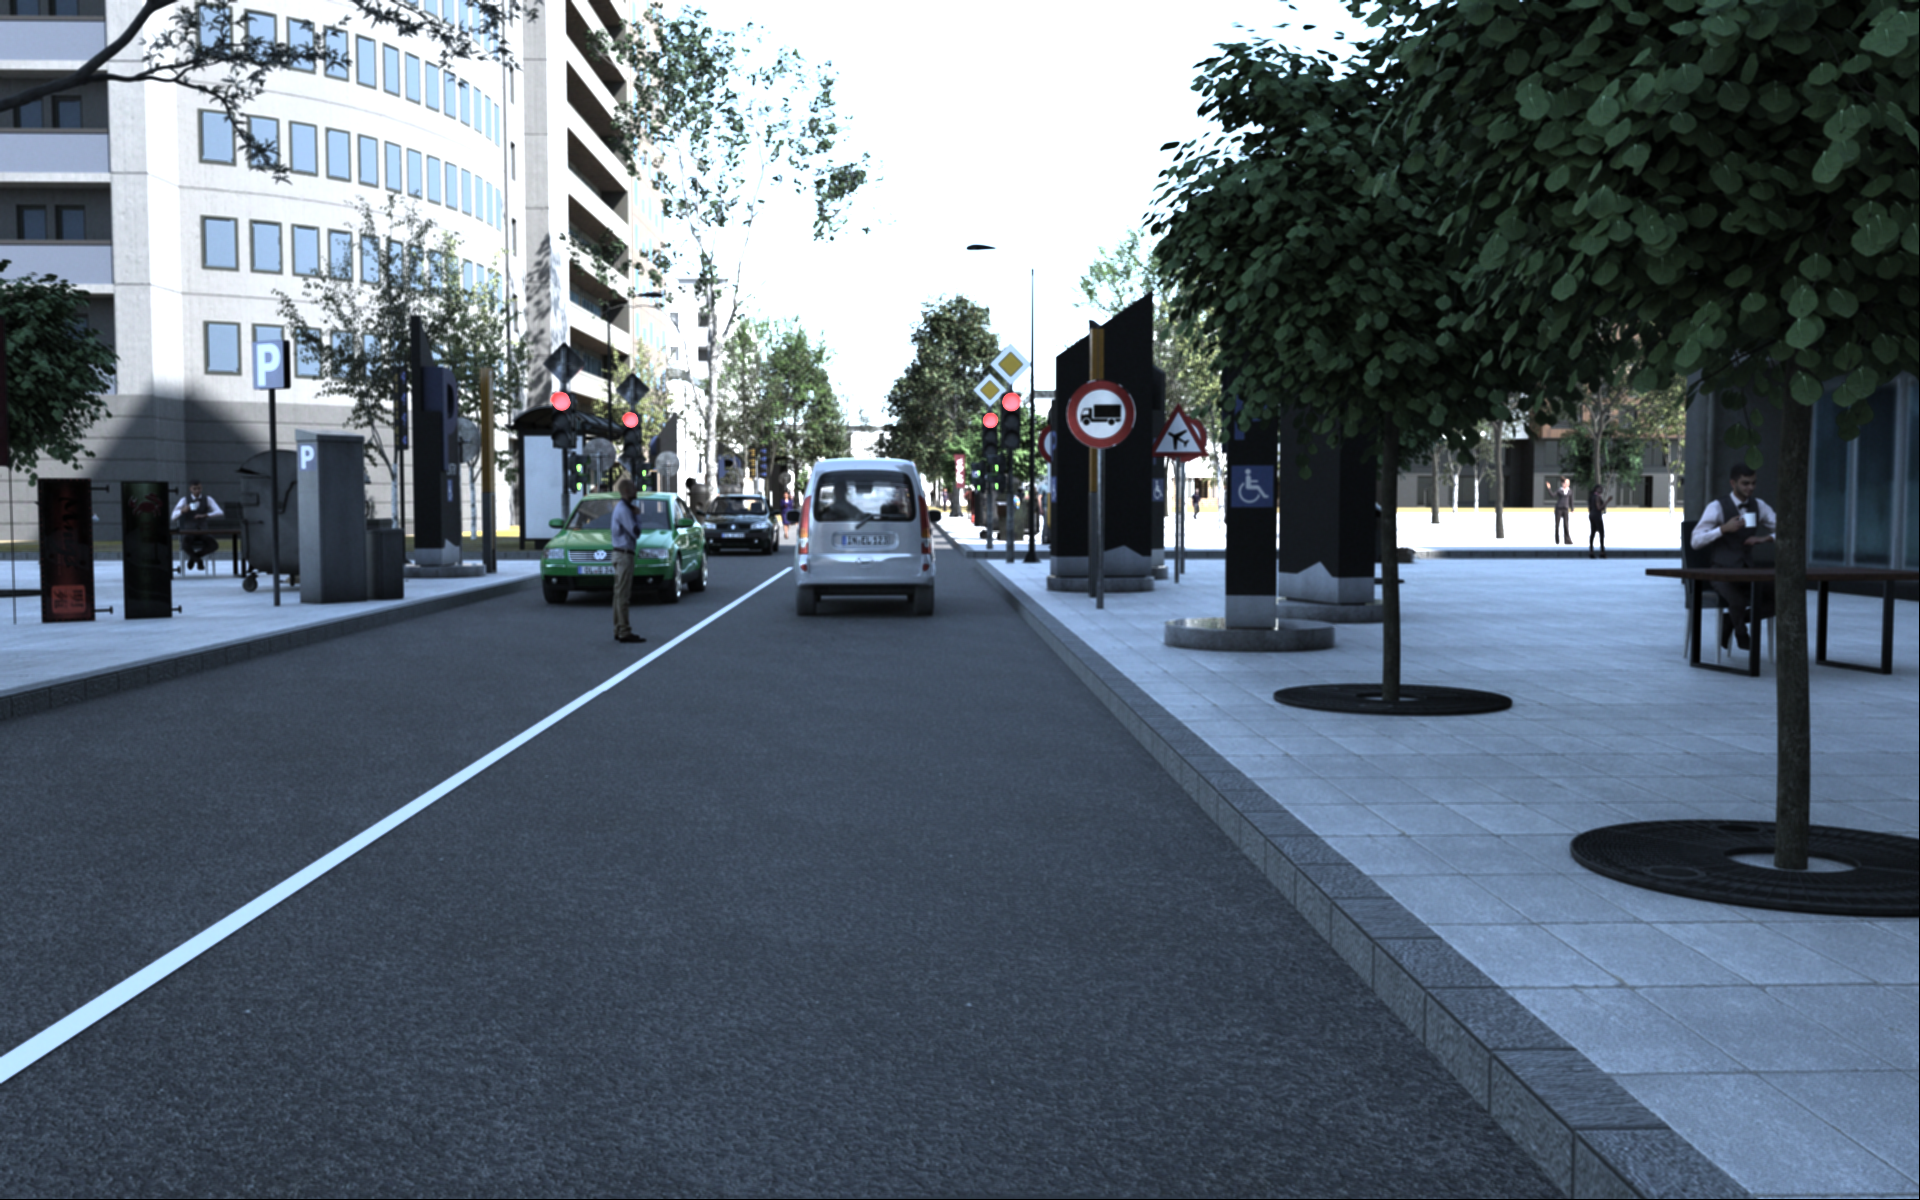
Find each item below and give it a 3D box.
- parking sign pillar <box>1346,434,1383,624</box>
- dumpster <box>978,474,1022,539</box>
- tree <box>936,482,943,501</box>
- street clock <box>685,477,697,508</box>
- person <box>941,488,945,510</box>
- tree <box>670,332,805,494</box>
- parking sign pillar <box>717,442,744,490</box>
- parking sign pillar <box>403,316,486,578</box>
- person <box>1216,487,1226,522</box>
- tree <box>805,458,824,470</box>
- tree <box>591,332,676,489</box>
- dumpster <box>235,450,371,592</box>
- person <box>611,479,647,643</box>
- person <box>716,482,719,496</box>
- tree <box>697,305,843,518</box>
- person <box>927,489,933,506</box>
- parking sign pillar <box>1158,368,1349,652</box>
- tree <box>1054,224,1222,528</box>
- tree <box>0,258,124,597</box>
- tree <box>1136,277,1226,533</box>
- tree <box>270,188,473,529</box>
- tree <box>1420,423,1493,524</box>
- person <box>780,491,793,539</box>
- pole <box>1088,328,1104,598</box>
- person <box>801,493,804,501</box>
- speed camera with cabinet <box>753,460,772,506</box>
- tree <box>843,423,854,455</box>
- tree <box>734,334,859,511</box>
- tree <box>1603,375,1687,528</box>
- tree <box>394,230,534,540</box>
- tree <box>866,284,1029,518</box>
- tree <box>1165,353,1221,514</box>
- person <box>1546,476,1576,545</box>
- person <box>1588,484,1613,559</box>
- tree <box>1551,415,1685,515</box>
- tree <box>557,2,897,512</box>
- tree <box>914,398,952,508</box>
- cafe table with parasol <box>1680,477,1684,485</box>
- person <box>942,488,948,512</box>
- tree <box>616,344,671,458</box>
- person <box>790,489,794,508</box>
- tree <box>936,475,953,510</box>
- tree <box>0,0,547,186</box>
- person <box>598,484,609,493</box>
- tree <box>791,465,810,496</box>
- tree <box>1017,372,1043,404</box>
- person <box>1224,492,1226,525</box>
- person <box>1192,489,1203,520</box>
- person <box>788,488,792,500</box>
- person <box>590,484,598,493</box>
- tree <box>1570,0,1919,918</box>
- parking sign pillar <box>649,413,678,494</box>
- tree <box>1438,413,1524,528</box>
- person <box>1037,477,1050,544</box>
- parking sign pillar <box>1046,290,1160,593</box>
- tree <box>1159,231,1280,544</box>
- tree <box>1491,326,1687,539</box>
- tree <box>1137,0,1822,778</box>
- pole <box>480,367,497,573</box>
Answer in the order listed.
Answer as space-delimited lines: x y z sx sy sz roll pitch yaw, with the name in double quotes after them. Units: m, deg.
3.759 -1.790 17.743 1.447 3.967 1.447 -1 4 -17 "parking sign pillar"
1.170 -2.675 49.491 1.264 1.857 1.865 0 4 -2 "dumpster"
-2.334 -14.767 191.807 4.360 8.622 3.978 0 3 0 "tree"
-11.586 -4.283 74.598 0.471 2.002 0.358 3 4 36 "street clock"
-1.191 -8.089 139.013 0.721 1.743 1.217 0 4 2 "person"
-9.997 -7.822 78.245 4.360 8.622 3.978 0 3 0 "tree"
-11.384 -5.959 85.908 1.447 3.967 1.447 0 4 -2 "parking sign pillar"
-8.142 -2.351 26.909 1.447 3.967 1.447 0 4 -4 "parking sign pillar"
12.098 -4.469 79.250 0.875 1.805 0.789 1 4 22 "person"
-12.764 -11.941 145.603 4.360 8.622 3.978 0 3 0 "tree"
-15.045 -7.880 79.197 4.737 8.622 4.395 0 3 0 "tree"
-8.852 -1.079 23.396 1.264 1.857 1.865 0 4 -2 "dumpster"
-3.231 -0.385 16.859 0.319 1.574 0.516 -1 4 -13 "person"
-9.291 -3.646 65.777 0.598 1.807 0.434 3 5 42 "person"
-10.441 -10.318 94.448 9.928 11.665 9.643 0 3 0 "tree"
-3.119 -11.273 190.375 1.348 1.822 0.705 3 4 38 "person"
2.465 -1.601 14.648 1.447 3.967 1.447 1 4 9 "parking sign pillar"
7.414 -8.558 65.674 9.928 11.665 9.643 0 3 0 "tree"
-12.320 -2.330 21.811 4.285 4.588 4.351 0 3 0 "tree"
7.411 -6.460 55.979 4.360 8.622 3.978 0 3 0 "tree"
-13.749 -5.557 41.226 4.360 8.622 3.978 0 3 0 "tree"
20.250 -9.054 73.783 9.928 11.665 9.643 0 3 0 "tree"
-5.542 -2.743 55.723 0.453 1.535 0.546 -3 5 -41 "person"
1.689 -1.689 21.456 0.158 3.312 0.155 0 3 0 "pole"
-13.312 -8.655 148.275 0.721 1.735 1.217 -3 4 -37 "person"
-11.429 -6.482 100.309 0.660 3.252 2.038 -1 4 -21 "speed camera with cabinet"
-12.195 -13.423 169.831 4.360 8.622 3.978 0 3 0 "tree"
-11.692 -12.569 122.508 9.611 12.733 9.660 0 3 0 "tree"
26.971 -7.067 65.906 4.737 8.622 4.395 0 3 0 "tree"
-13.640 -5.984 48.208 4.737 8.622 4.395 0 3 0 "tree"
-0.324 -10.865 94.644 9.611 12.733 9.660 0 3 0 "tree"
13.858 -10.791 110.839 8.767 10.594 7.601 -1 4 -18 "tree"
15.087 -2.243 43.517 0.742 1.727 0.445 -2 4 -30 "person"
14.019 -1.709 37.914 0.593 1.643 0.415 3 5 41 "person"
48.092 -8.819 107.104 20.602 7.101 11.467 -1 4 -14 "tree"
-8.797 -12.836 65.758 12.611 20.169 13.585 0 3 0 "tree"
-1.898 -14.727 158.913 7.486 12.596 7.792 0 3 0 "tree"
12.669 -1.379 27.411 2.610 1.966 2.610 0 4 6 "cafe table with parasol"
-1.112 -7.295 126.235 0.541 1.710 0.530 -2 4 -26 "person"
-14.678 -8.189 84.259 4.360 8.622 3.978 0 3 0 "tree"
-14.117 -8.546 146.703 0.436 1.711 0.756 2 4 35 "person"
-0.910 -9.148 144.177 1.663 3.219 1.824 0 3 0 "tree"
-7.007 -6.120 10.428 12.009 13.543 11.850 0 3 0 "tree"
-5.814 -1.081 28.048 0.662 1.594 0.647 2 4 31 "person"
-10.424 -7.337 114.563 1.663 3.219 1.824 0 3 0 "tree"
0.028 -12.143 108.915 12.009 13.543 11.850 0 3 0 "tree"
11.322 -4.019 72.559 0.445 1.727 0.742 -1 4 -8 "person"
11.911 -4.824 87.117 0.569 1.553 0.471 0 3 0 "person"
-16.889 -10.187 172.229 1.348 1.869 0.705 2 4 32 "person"
-15.973 -4.239 76.029 0.565 1.739 0.600 1 4 11 "person"
2.929 -1.354 5.858 4.285 4.588 4.351 0 3 0 "tree"
-9.712 -4.178 56.778 1.447 3.967 1.447 1 4 16 "parking sign pillar"
19.097 -7.068 65.930 4.360 8.622 3.978 0 3 0 "tree"
2.264 -2.330 44.261 0.598 1.807 0.434 -2 4 -27 "person"
1.881 -2.116 23.074 1.447 3.967 1.447 -1 4 -9 "parking sign pillar"
8.337 -6.103 50.154 4.737 8.622 4.395 0 3 0 "tree"
15.078 -7.015 49.113 7.601 10.594 8.767 0 4 -5 "tree"
2.692 -1.649 10.674 4.285 4.588 4.351 0 3 0 "tree"
-7.631 -2.090 28.012 0.158 3.312 0.155 0 3 0 "pole"
